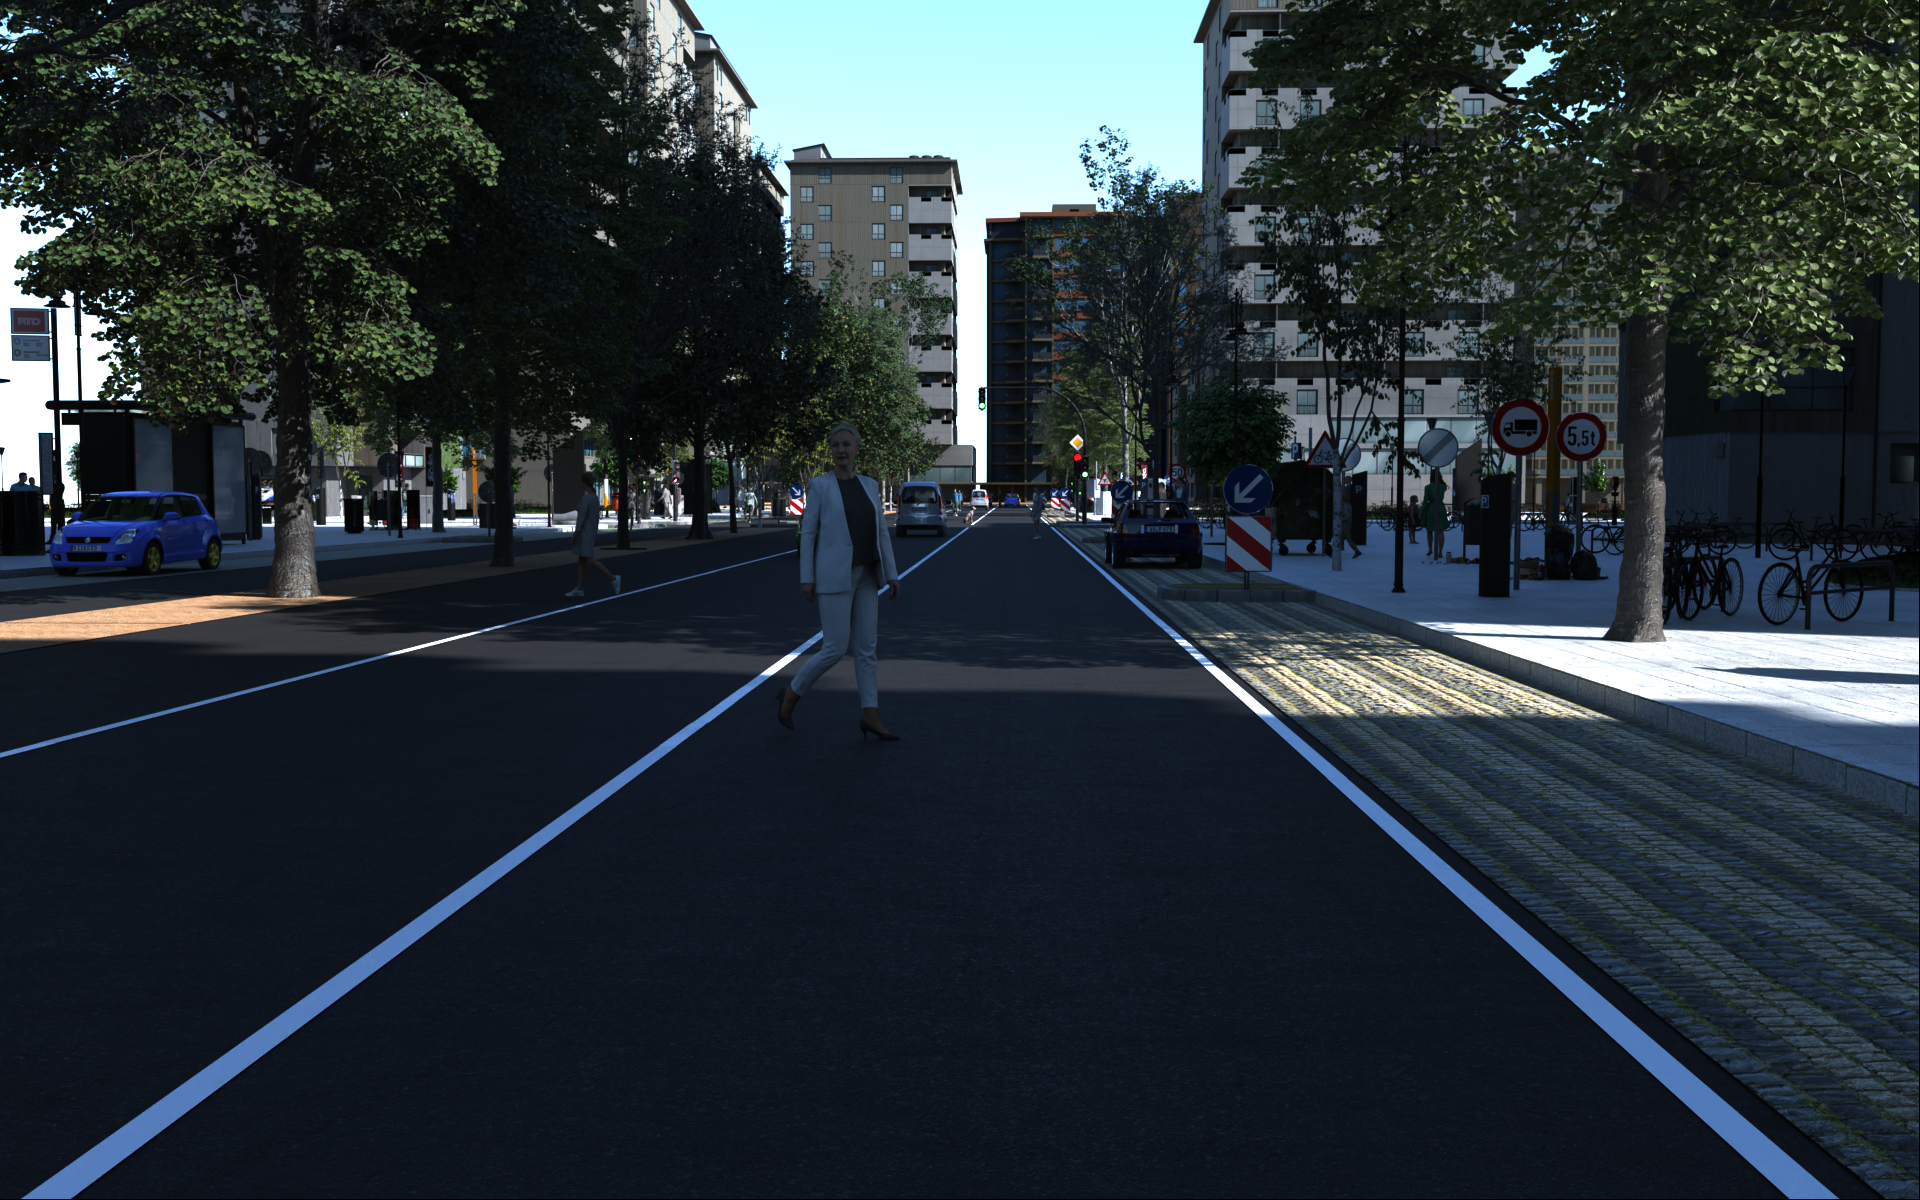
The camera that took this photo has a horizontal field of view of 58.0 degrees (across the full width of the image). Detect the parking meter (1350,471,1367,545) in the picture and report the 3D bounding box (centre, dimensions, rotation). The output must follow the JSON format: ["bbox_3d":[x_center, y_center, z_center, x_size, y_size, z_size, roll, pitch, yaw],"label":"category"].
[{"bbox_3d":[10.023,-2.315,43.561,0.399,1.863,0.255,1,4,19],"label":"parking meter"}]

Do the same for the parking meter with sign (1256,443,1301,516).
[{"bbox_3d":[10.639,-3.817,58.676,1.738,3.016,0.543,-1,4,-17],"label":"parking meter with sign"}]

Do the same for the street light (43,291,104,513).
[{"bbox_3d":[-16.991,-3.711,33.460,0.468,5.910,1.993,0,4,2],"label":"street light"}]

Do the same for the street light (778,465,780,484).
[{"bbox_3d":[-13.980,-9.841,133.688,0.468,5.910,1.993,0,4,2],"label":"street light"}]

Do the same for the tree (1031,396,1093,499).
[{"bbox_3d":[10.433,-14.876,168.972,9.928,11.665,9.643,0,3,0],"label":"tree"}]

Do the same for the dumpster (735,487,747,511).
[{"bbox_3d":[-17.351,-7.943,135.621,1.264,1.857,1.865,0,4,2],"label":"dumpster"}]

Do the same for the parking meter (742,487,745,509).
[{"bbox_3d":[-17.270,-8.118,138.447,0.255,1.863,0.399,1,4,11],"label":"parking meter"}]

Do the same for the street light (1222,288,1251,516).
[{"bbox_3d":[6.203,-4.050,38.997,0.468,5.910,1.993,0,4,2],"label":"street light"}]

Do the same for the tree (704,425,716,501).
[{"bbox_3d":[-21.324,-12.291,151.322,4.360,8.622,3.978,0,3,0],"label":"tree"}]

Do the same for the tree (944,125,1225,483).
[{"bbox_3d":[7.679,-14.440,91.991,12.611,20.169,13.585,0,3,0],"label":"tree"}]

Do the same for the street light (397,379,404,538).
[{"bbox_3d":[-16.384,-4.755,50.532,0.468,5.910,1.993,0,4,2],"label":"street light"}]

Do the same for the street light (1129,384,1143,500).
[{"bbox_3d":[7.367,-6.105,72.609,0.468,5.910,1.993,0,4,2],"label":"street light"}]

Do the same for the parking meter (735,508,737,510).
[{"bbox_3d":[-18.468,-8.325,141.819,0.255,1.863,0.399,0,4,8],"label":"parking meter"}]

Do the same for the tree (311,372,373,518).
[{"bbox_3d":[-32.962,-8.647,91.733,4.737,8.622,4.395,0,3,0],"label":"tree"}]

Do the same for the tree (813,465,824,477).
[{"bbox_3d":[-12.756,-11.372,169.647,4.285,4.588,4.351,0,3,0],"label":"tree"}]

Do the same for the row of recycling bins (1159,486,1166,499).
[{"bbox_3d":[9.750,-4.899,87.211,1.069,1.692,3.534,1,4,14],"label":"row of recycling bins"}]

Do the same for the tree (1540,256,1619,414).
[{"bbox_3d":[15.536,-6.053,49.332,4.360,8.622,3.978,0,3,0],"label":"tree"}]

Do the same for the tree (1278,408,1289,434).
[{"bbox_3d":[22.305,-10.850,127.756,4.737,8.622,4.395,0,3,0],"label":"tree"}]

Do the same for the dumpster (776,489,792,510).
[{"bbox_3d":[-14.475,-8.368,142.576,1.264,1.857,1.865,0,4,2],"label":"dumpster"}]

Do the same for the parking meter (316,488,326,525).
[{"bbox_3d":[-26.345,-3.852,71.384,0.372,1.533,0.369,0,3,0],"label":"parking meter"}]

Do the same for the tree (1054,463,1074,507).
[{"bbox_3d":[11.187,-11.783,176.363,4.285,4.588,4.351,0,3,0],"label":"tree"}]

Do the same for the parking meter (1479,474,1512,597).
[{"bbox_3d":[6.685,-0.809,21.632,0.372,1.533,0.369,0,3,0],"label":"parking meter"}]

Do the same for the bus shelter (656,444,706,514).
[{"bbox_3d":[-18.418,-8.281,113.032,2.179,5.291,8.768,0,4,2],"label":"bus shelter"}]

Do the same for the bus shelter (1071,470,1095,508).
[{"bbox_3d":[9.766,-8.667,135.629,2.014,3.302,5.546,0,4,2],"label":"bus shelter"}]

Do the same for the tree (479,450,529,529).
[{"bbox_3d":[-17.149,-4.272,64.441,1.663,3.219,1.824,0,3,0],"label":"tree"}]

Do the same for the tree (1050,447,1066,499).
[{"bbox_3d":[12.918,-16.289,216.683,4.737,8.622,4.395,0,3,0],"label":"tree"}]

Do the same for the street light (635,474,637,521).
[{"bbox_3d":[-15.484,-6.728,82.790,0.468,5.910,1.993,0,4,2],"label":"street light"}]

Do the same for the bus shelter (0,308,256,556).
[{"bbox_3d":[-19.267,-3.818,40.063,2.179,5.291,8.768,0,4,2],"label":"bus shelter"}]

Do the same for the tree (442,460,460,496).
[{"bbox_3d":[-29.344,-6.368,98.712,1.663,3.219,1.824,0,3,0],"label":"tree"}]

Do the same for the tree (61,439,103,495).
[{"bbox_3d":[-68.177,-11.319,147.977,11.467,7.101,20.602,-1,4,-11],"label":"tree"}]

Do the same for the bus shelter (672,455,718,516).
[{"bbox_3d":[-16.281,-7.049,106.529,1.731,3.624,6.357,0,4,2],"label":"bus shelter"}]

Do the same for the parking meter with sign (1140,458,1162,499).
[{"bbox_3d":[8.893,-5.268,82.391,0.543,3.016,1.738,3,4,38],"label":"parking meter with sign"}]

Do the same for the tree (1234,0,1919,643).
[{"bbox_3d":[6.082,-5.938,15.208,7.486,12.596,7.792,0,3,0],"label":"tree"}]

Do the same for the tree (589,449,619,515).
[{"bbox_3d":[-21.708,-7.673,109.167,4.285,4.588,4.351,0,3,0],"label":"tree"}]

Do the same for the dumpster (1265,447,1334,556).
[{"bbox_3d":[7.157,-2.091,36.688,1.502,2.255,1.985,0,4,2],"label":"dumpster"}]

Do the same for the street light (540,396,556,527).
[{"bbox_3d":[-15.940,-5.765,67.051,0.468,5.910,1.993,0,4,2],"label":"street light"}]

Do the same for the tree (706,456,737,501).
[{"bbox_3d":[-20.595,-9.916,145.836,4.285,4.588,4.351,0,3,0],"label":"tree"}]

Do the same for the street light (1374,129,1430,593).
[{"bbox_3d":[5.724,-3.036,22.428,0.468,5.910,1.993,0,4,2],"label":"street light"}]

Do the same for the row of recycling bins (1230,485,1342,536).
[{"bbox_3d":[10.072,-2.835,53.471,3.534,1.692,1.069,1,4,19],"label":"row of recycling bins"}]

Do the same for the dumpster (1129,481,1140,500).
[{"bbox_3d":[13.214,-7.877,131.281,1.502,2.255,1.985,0,4,2],"label":"dumpster"}]

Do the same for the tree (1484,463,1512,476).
[{"bbox_3d":[32.666,-6.875,107.005,1.663,3.219,1.824,0,3,0],"label":"tree"}]

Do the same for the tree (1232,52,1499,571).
[{"bbox_3d":[6.464,-4.788,28.648,4.360,8.622,3.978,0,3,0],"label":"tree"}]

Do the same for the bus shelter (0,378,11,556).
[{"bbox_3d":[-20.416,-2.525,32.571,1.731,3.624,6.357,0,4,2],"label":"bus shelter"}]

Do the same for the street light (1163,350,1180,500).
[{"bbox_3d":[6.771,-5.060,55.513,0.468,5.910,1.993,0,4,2],"label":"street light"}]

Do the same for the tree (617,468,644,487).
[{"bbox_3d":[-18.829,-6.404,99.302,1.663,3.219,1.824,0,3,0],"label":"tree"}]

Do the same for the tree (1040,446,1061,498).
[{"bbox_3d":[12.178,-16.682,223.105,4.360,8.622,3.978,0,3,0],"label":"tree"}]

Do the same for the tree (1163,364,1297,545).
[{"bbox_3d":[6.833,-3.684,43.941,4.285,4.588,4.351,0,3,0],"label":"tree"}]

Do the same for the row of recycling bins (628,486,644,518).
[{"bbox_3d":[-17.886,-5.332,94.293,1.069,1.692,3.534,-1,4,-19],"label":"row of recycling bins"}]

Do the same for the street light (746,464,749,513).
[{"bbox_3d":[-14.378,-8.823,117.050,0.468,5.910,1.993,0,4,2],"label":"street light"}]

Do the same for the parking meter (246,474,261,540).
[{"bbox_3d":[-19.851,-2.626,48.644,0.255,1.863,0.399,0,4,5],"label":"parking meter"}]

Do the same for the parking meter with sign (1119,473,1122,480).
[{"bbox_3d":[13.445,-8.588,136.668,1.738,3.016,0.543,3,5,41],"label":"parking meter with sign"}]

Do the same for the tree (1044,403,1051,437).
[{"bbox_3d":[9.064,-11.857,111.985,7.486,12.596,7.792,0,3,0],"label":"tree"}]

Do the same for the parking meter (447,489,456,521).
[{"bbox_3d":[-24.628,-4.614,83.852,0.372,1.533,0.369,0,3,0],"label":"parking meter"}]

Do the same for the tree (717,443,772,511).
[{"bbox_3d":[-14.472,-10.396,120.333,4.360,8.622,3.978,0,3,0],"label":"tree"}]

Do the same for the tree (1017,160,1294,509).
[{"bbox_3d":[7.265,-9.445,64.793,12.009,13.543,11.850,0,3,0],"label":"tree"}]

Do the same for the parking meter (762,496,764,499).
[{"bbox_3d":[-17.399,-8.808,152.415,0.372,1.533,0.369,0,3,0],"label":"parking meter"}]

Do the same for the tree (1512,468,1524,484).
[{"bbox_3d":[35.171,-7.088,110.494,1.663,3.219,1.824,0,3,0],"label":"tree"}]
